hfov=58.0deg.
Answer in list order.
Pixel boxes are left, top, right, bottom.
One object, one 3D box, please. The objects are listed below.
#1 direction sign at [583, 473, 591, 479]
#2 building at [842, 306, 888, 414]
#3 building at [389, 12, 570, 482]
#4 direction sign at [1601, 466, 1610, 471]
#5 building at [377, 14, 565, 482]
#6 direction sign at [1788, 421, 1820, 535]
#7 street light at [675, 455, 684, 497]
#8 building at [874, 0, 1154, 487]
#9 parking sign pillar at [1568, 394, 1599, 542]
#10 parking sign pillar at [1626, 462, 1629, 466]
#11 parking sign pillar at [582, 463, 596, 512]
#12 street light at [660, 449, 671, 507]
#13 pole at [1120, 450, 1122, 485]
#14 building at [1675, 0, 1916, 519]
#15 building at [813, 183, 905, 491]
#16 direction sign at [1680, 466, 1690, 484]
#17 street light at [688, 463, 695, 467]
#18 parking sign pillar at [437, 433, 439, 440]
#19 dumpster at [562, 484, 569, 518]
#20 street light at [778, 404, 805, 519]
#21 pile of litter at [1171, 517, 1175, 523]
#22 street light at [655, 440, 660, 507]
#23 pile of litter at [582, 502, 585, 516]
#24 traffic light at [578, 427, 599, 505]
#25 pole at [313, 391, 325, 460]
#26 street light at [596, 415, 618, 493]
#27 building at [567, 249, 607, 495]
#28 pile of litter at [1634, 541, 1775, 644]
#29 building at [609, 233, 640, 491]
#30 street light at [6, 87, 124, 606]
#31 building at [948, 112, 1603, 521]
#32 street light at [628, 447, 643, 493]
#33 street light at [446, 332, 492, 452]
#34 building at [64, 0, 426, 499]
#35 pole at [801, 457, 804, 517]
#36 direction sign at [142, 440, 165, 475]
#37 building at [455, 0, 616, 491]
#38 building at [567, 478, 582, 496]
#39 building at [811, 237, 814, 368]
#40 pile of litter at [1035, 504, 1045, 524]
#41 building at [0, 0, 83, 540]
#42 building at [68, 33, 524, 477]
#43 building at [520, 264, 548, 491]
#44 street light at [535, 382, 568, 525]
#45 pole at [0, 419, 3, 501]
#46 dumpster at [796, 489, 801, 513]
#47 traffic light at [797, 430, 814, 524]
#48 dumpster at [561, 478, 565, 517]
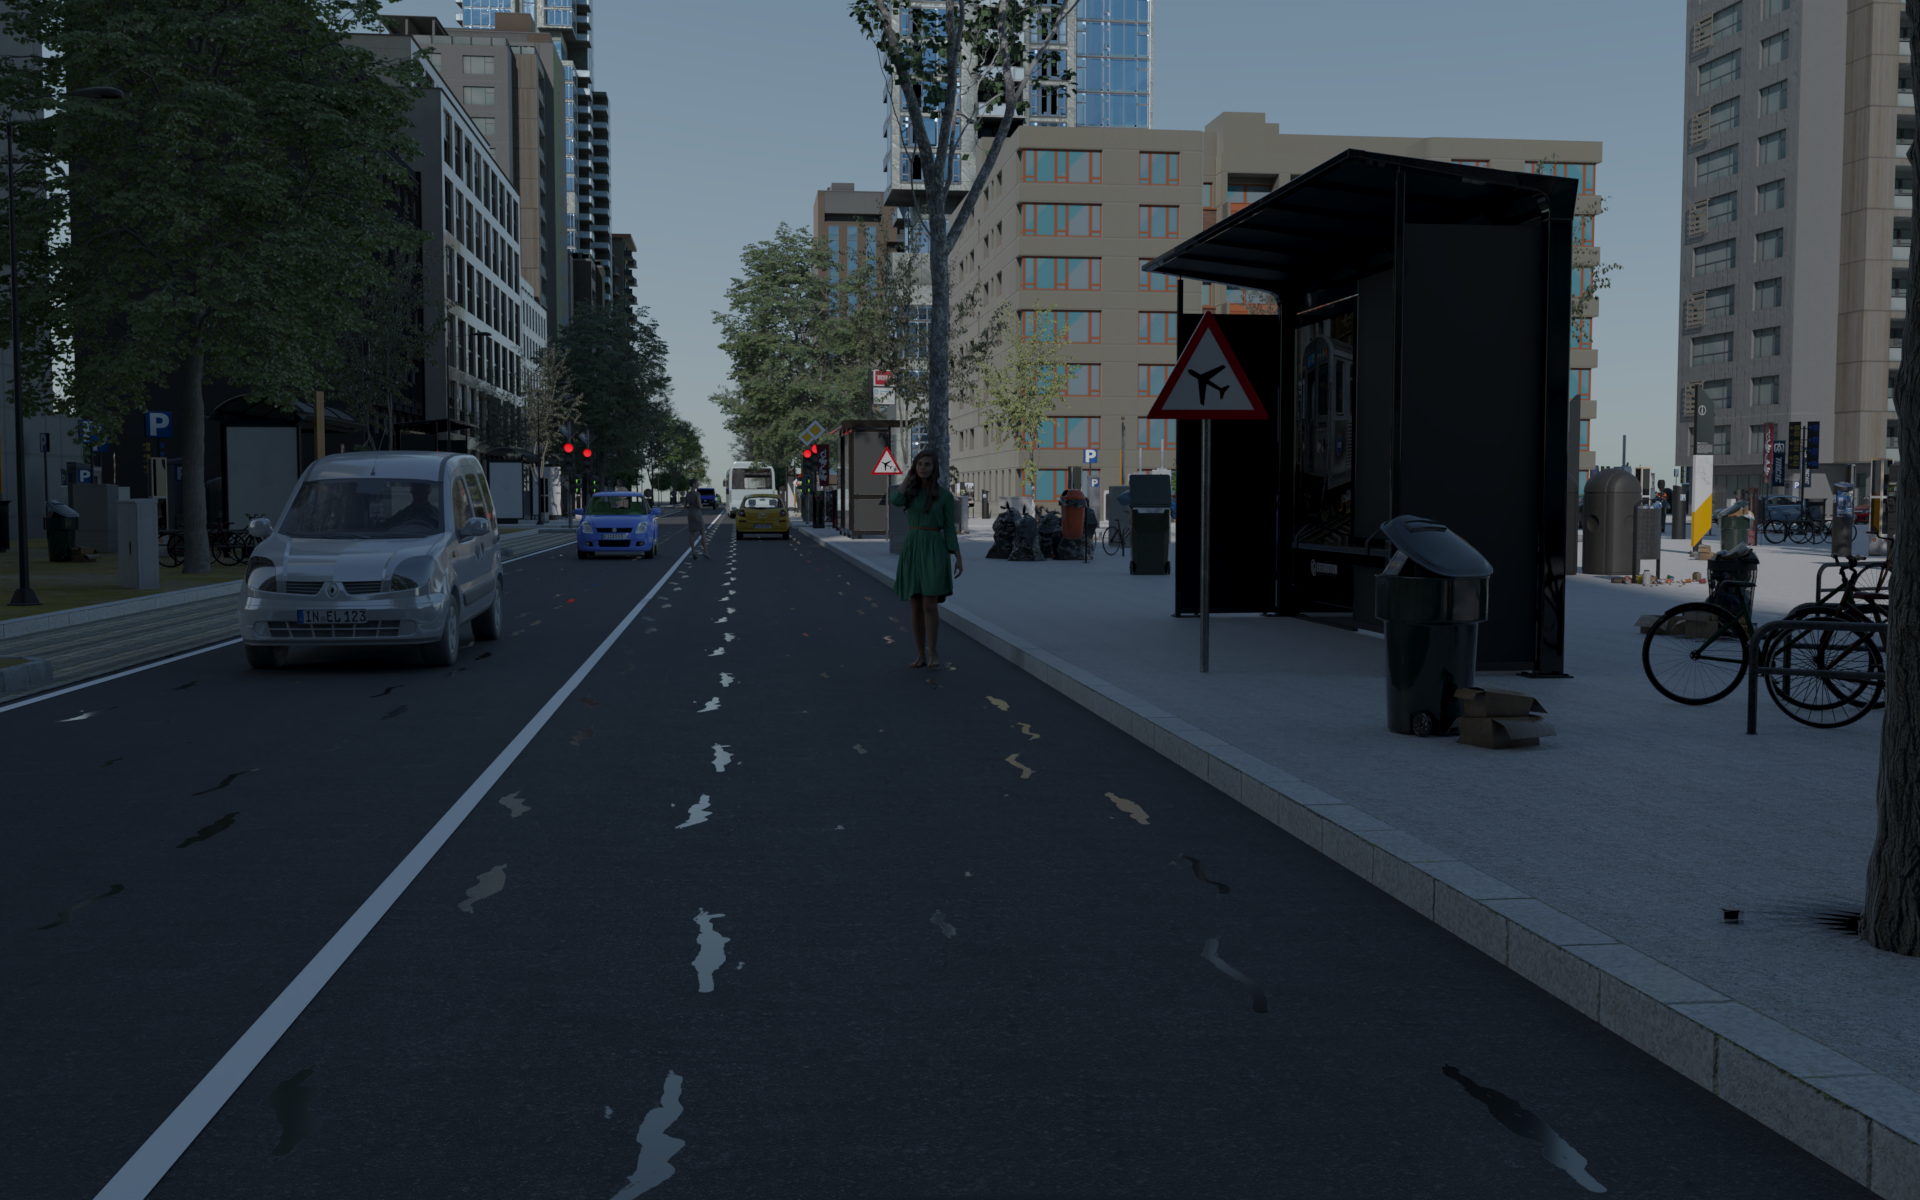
[{"bbox_3d":[-19.851,-6.131,92.237,0.379,3.537,0.876,-3,4,-36],"label":"direction sign"},{"bbox_3d":[2.921,-20.215,175.547,27.650,21.520,28.899,0,4,-7],"label":"building"},{"bbox_3d":[-45.197,-31.522,165.496,14.600,45.320,14.200,0,4,-7],"label":"building"},{"bbox_3d":[52.157,-9.056,140.067,0.876,3.537,0.379,-1,4,-18],"label":"direction sign"},{"bbox_3d":[-42.706,-28.631,151.707,14.154,41.232,14.086,0,4,-7],"label":"building"},{"bbox_3d":[26.299,-3.795,54.045,0.876,3.537,0.379,3,4,37],"label":"direction sign"},{"bbox_3d":[-34.288,-14.408,208.109,1.470,5.913,1.316,0,4,-7],"label":"street light"},{"bbox_3d":[2.777,-50.164,132.860,22.319,86.520,31.000,0,4,-7],"label":"building"},{"bbox_3d":[16.112,-3.556,46.613,1.447,3.967,1.447,-3,4,-37],"label":"parking sign pillar"},{"bbox_3d":[56.018,-9.643,146.136,1.447,3.967,1.447,2,4,34],"label":"parking sign pillar"},{"bbox_3d":[-24.952,-7.892,117.504,1.447,3.967,1.447,-1,4,-21],"label":"parking sign pillar"},{"bbox_3d":[-30.487,-12.585,178.311,1.470,5.913,1.316,0,4,-7],"label":"street light"},{"bbox_3d":[7.494,-5.270,80.014,0.158,3.312,0.155,0,3,0],"label":"pole"},{"bbox_3d":[48.876,-25.029,92.813,14.086,41.232,14.154,0,4,-7],"label":"building"},{"bbox_3d":[-13.744,-36.626,248.951,14.600,45.320,14.200,0,4,-7],"label":"building"},{"bbox_3d":[54.631,-8.475,130.564,0.876,3.537,0.379,-1,4,-22],"label":"direction sign"},{"bbox_3d":[-40.982,-17.587,260.087,1.470,5.913,1.316,0,4,-7],"label":"street light"},{"bbox_3d":[-22.047,-5.101,71.867,1.447,3.967,1.447,2,4,26],"label":"parking sign pillar"},{"bbox_3d":[-21.702,-5.369,93.538,1.264,1.857,1.865,0,4,-7],"label":"dumpster"},{"bbox_3d":[-8.433,-7.064,88.037,1.470,5.913,1.316,0,4,-7],"label":"street light"},{"bbox_3d":[9.716,-3.928,78.187,1.176,0.858,1.719,2,4,31],"label":"pile of litter"},{"bbox_3d":[-26.608,-10.720,147.817,1.470,5.913,1.316,0,4,-7],"label":"street light"},{"bbox_3d":[-22.478,-5.502,103.916,1.176,0.858,1.719,2,4,31],"label":"pile of litter"},{"bbox_3d":[-15.472,-5.092,72.167,0.839,4.253,0.868,0,4,-7],"label":"traffic light"},{"bbox_3d":[-12.732,-2.485,34.468,0.158,3.312,0.155,0,3,0],"label":"pole"},{"bbox_3d":[-20.766,-7.898,101.665,1.470,5.913,1.316,0,4,-7],"label":"street light"},{"bbox_3d":[-49.374,-26.461,204.341,14.160,30.474,14.107,0,4,-7],"label":"building"},{"bbox_3d":[6.737,-0.104,15.672,1.176,0.858,1.719,2,4,24],"label":"pile of litter"},{"bbox_3d":[-63.704,-38.288,280.634,22.147,44.769,28.867,0,4,-7],"label":"building"},{"bbox_3d":[-10.248,-2.894,19.858,1.470,5.913,1.316,0,4,-7],"label":"street light"},{"bbox_3d":[15.364,-15.415,97.075,28.899,21.520,27.650,0,4,-7],"label":"building"},{"bbox_3d":[-24.604,-9.720,131.458,1.470,5.913,1.316,0,4,-7],"label":"street light"},{"bbox_3d":[-14.095,-4.716,49.650,1.470,5.913,1.316,0,4,-7],"label":"street light"},{"bbox_3d":[-34.068,-15.611,84.925,12.332,23.373,15.834,0,4,-7],"label":"building"},{"bbox_3d":[-8.640,-6.196,95.154,0.158,3.312,0.155,0,3,0],"label":"pole"},{"bbox_3d":[-33.852,-4.942,72.797,0.876,3.537,0.379,-1,4,-22],"label":"direction sign"},{"bbox_3d":[-60.423,-57.296,249.455,22.319,86.520,31.000,0,4,-7],"label":"building"},{"bbox_3d":[-56.504,-30.064,183.426,32.217,40.220,23.993,0,4,-7],"label":"building"},{"bbox_3d":[-16.811,-36.301,277.111,14.154,41.232,14.086,0,4,-7],"label":"building"},{"bbox_3d":[3.238,-3.729,74.939,1.176,0.858,1.719,-3,4,-36],"label":"pile of litter"},{"bbox_3d":[-36.119,-36.820,40.264,20.611,71.187,20.563,0,4,-7],"label":"building"},{"bbox_3d":[-39.774,-18.680,109.937,19.350,26.468,34.151,0,4,-7],"label":"building"},{"bbox_3d":[-38.612,-17.198,135.937,10.420,20.320,16.860,0,4,-7],"label":"building"},{"bbox_3d":[-16.924,-6.075,71.873,1.470,5.913,1.316,0,4,-7],"label":"street light"},{"bbox_3d":[-25.137,-3.146,45.283,0.158,3.312,0.155,0,3,0],"label":"pole"},{"bbox_3d":[-10.622,-6.926,118.997,1.264,1.857,1.865,0,4,-7],"label":"dumpster"},{"bbox_3d":[-6.486,-5.163,73.329,0.839,4.253,0.868,0,4,-7],"label":"traffic light"},{"bbox_3d":[-22.714,-5.783,97.050,1.502,2.255,1.985,0,4,-7],"label":"dumpster"}]
